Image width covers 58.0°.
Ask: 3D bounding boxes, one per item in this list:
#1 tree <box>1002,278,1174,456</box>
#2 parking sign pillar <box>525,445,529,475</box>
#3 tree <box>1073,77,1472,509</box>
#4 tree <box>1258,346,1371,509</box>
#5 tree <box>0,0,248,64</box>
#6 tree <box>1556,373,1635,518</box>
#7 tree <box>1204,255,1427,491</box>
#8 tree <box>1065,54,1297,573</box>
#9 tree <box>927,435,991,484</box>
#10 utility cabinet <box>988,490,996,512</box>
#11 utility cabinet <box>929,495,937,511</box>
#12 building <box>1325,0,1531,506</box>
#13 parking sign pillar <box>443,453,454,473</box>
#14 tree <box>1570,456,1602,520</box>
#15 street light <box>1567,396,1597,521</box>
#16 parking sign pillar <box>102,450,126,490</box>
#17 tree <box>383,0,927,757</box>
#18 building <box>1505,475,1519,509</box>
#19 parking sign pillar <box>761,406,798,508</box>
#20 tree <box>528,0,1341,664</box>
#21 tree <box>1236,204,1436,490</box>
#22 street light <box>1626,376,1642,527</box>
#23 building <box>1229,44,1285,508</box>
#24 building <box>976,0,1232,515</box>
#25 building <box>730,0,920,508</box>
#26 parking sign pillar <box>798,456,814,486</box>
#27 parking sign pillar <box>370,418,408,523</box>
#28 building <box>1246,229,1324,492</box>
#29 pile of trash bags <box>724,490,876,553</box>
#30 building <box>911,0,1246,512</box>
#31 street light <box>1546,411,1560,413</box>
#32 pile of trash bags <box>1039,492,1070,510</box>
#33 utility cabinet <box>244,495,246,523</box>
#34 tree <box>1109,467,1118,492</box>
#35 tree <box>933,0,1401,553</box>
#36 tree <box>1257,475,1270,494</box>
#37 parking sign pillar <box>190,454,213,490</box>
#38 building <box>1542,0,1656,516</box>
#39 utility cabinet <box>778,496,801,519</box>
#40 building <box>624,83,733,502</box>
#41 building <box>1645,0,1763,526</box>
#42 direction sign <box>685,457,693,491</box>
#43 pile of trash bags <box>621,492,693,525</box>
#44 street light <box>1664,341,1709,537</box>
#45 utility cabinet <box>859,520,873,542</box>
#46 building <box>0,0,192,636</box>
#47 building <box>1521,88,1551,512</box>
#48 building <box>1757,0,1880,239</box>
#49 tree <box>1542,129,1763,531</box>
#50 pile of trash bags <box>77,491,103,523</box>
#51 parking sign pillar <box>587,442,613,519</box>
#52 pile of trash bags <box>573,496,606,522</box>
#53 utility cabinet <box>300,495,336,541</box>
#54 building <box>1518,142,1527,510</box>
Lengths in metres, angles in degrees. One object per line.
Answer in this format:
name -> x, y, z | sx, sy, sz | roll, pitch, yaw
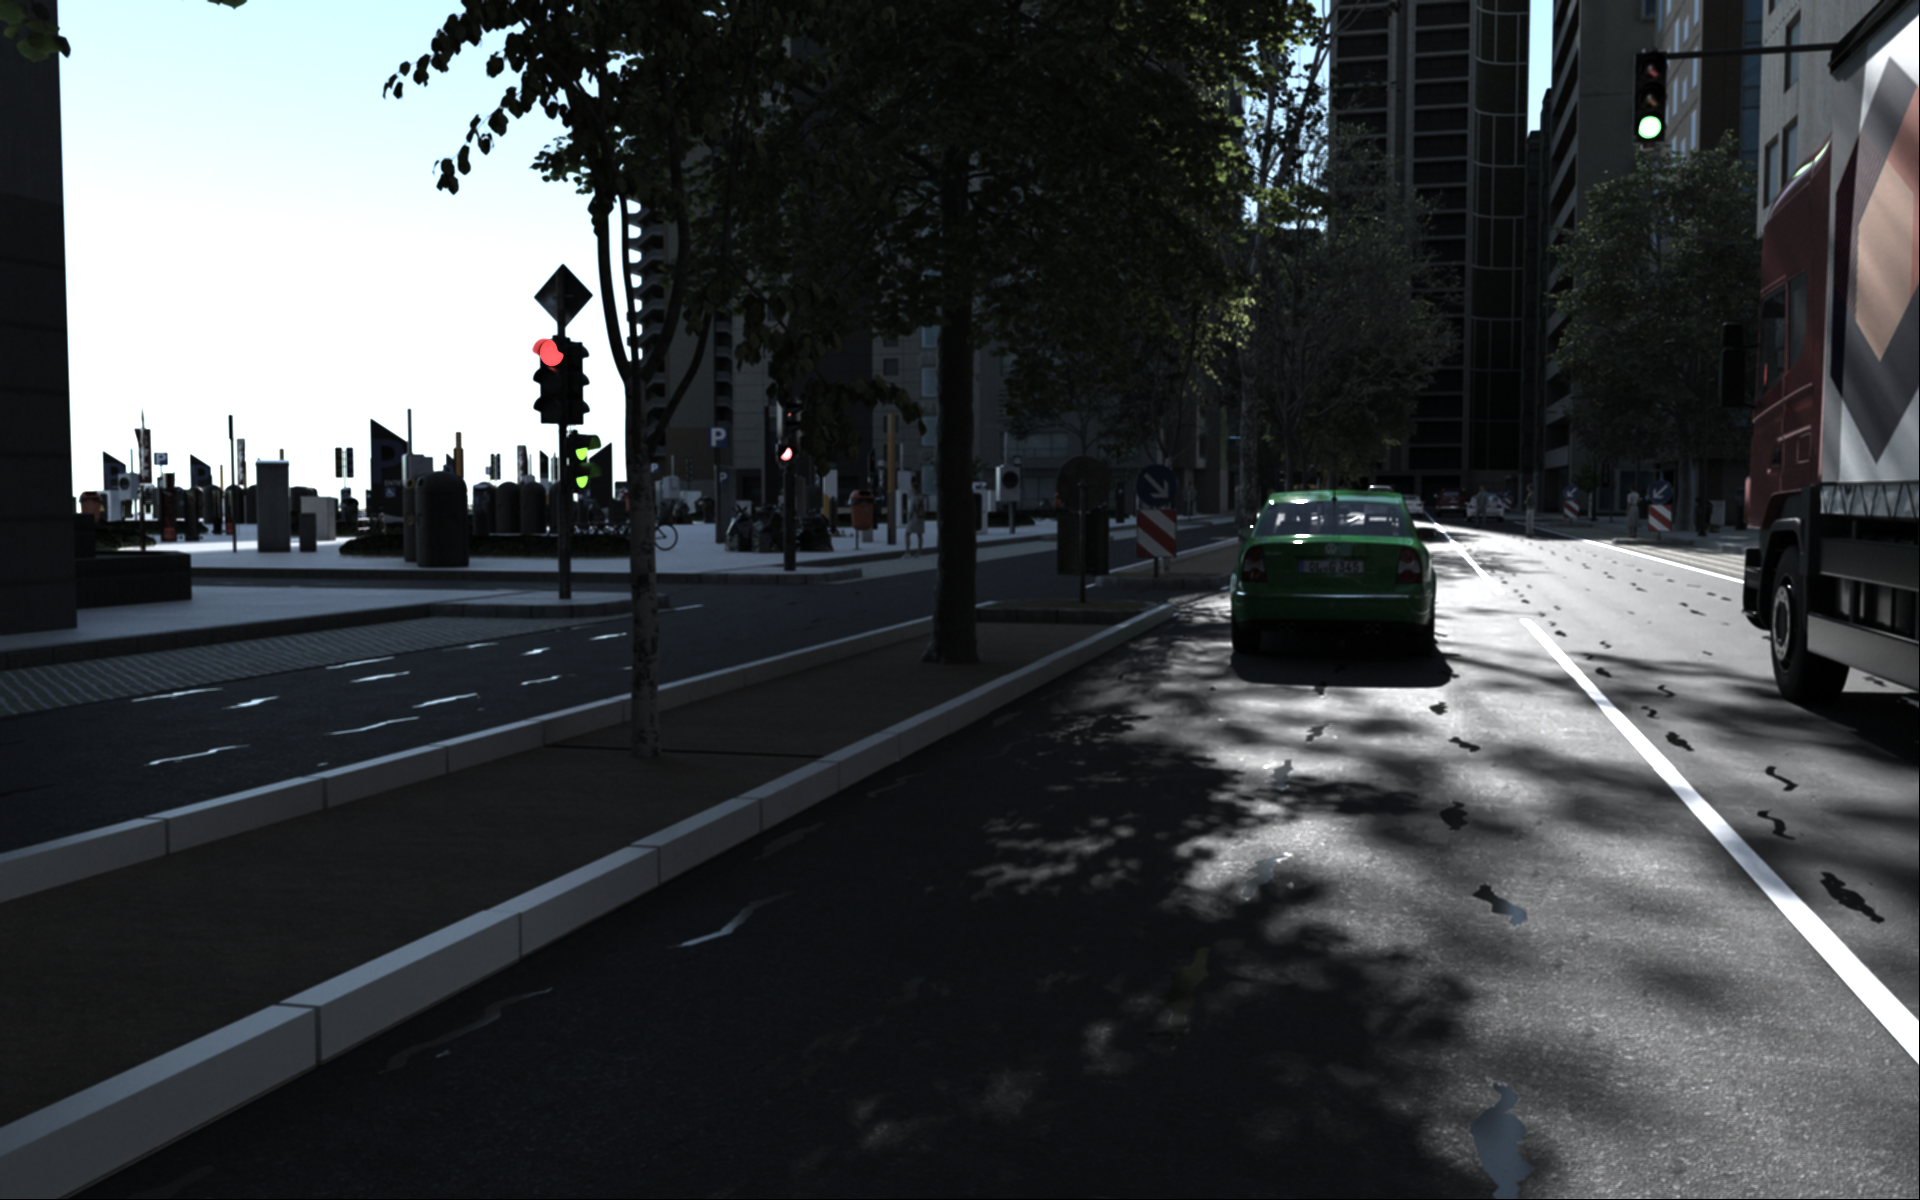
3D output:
tree -> 5.132, -8.267, 69.575 | 7.601, 10.594, 8.767 | 1, 4, 12
parking sign pillar -> -23.932, -6.518, 95.039 | 1.447, 3.967, 1.447 | -1, 4, -18
tree -> 9.821, -8.466, 51.239 | 12.009, 13.543, 11.850 | 0, 3, 0
tree -> 14.539, -7.152, 69.749 | 4.737, 8.622, 4.395 | 0, 3, 0
tree -> -3.308, -5.030, 2.831 | 7.486, 12.596, 7.792 | 0, 3, 0
tree -> 33.751, -8.666, 92.044 | 4.360, 8.622, 3.978 | 0, 3, 0
tree -> 12.842, -7.755, 63.665 | 8.767, 10.594, 7.601 | 1, 4, 14
tree -> 3.377, -4.601, 28.052 | 4.360, 8.622, 3.978 | 0, 3, 0
tree -> -0.210, -3.337, 49.168 | 1.663, 3.219, 1.824 | 0, 3, 0
utility cabinet -> 1.783, -5.373, 96.532 | 0.318, 1.500, 1.173 | 0, 4, -7
utility cabinet -> -1.138, -4.920, 91.598 | 1.020, 1.237, 0.306 | 0, 4, -1
building -> 50.943, -45.900, 188.720 | 20.611, 71.187, 20.563 | 1, 4, 14
parking sign pillar -> -33.297, -7.646, 113.489 | 1.447, 3.967, 1.447 | 2, 4, 35
tree -> 31.686, -5.692, 87.668 | 1.663, 3.219, 1.824 | 0, 3, 0
street light -> 29.580, -6.708, 82.214 | 1.470, 5.913, 1.316 | 1, 4, 14
parking sign pillar -> -52.004, -7.227, 106.629 | 1.447, 3.967, 1.447 | -2, 4, -33
tree -> -1.734, -3.433, 8.949 | 4.737, 8.622, 4.395 | 0, 3, 0
building -> 66.089, -28.300, 154.579 | 32.217, 40.220, 23.993 | 1, 4, 14
parking sign pillar -> -5.921, -4.001, 53.888 | 1.447, 3.967, 1.447 | -1, 4, -11
tree -> -0.053, -5.762, 14.799 | 7.486, 12.596, 7.792 | 0, 3, 0
tree -> 16.585, -10.281, 77.207 | 9.857, 13.997, 8.962 | 0, 3, 0
street light -> 25.684, -5.774, 66.952 | 1.470, 5.913, 1.316 | 1, 4, 14
building -> 15.494, -52.309, 167.929 | 31.000, 86.520, 22.319 | 1, 4, 14
building -> 9.471, -26.091, 110.178 | 14.154, 41.232, 14.086 | 1, 4, 14
building -> -9.665, -45.025, 174.410 | 20.611, 71.187, 20.563 | 1, 4, 14
parking sign pillar -> -9.443, -7.276, 107.430 | 1.447, 3.967, 1.447 | -1, 4, -10
parking sign pillar -> -20.101, -4.442, 61.095 | 1.447, 3.967, 1.447 | -1, 4, -14
building -> 32.907, -25.652, 191.106 | 14.107, 30.474, 14.160 | 1, 4, 14
pile of trash bags -> -3.485, -1.794, 39.090 | 3.447, 1.369, 1.912 | -2, 4, -30
building -> 9.924, -31.397, 132.957 | 23.786, 49.044, 30.456 | 1, 4, 14
street light -> 33.407, -7.591, 96.659 | 1.470, 5.913, 1.316 | 1, 4, 14
pile of trash bags -> 5.283, -5.225, 95.189 | 1.912, 1.369, 3.447 | 0, 4, -2
utility cabinet -> -31.821, -4.035, 77.141 | 0.306, 1.237, 1.020 | 3, 5, 42
tree -> 8.653, -6.596, 102.448 | 1.663, 3.219, 1.824 | 0, 3, 0
tree -> 5.301, -11.003, 38.251 | 12.611, 20.169, 13.585 | 0, 3, 0
tree -> 26.620, -9.780, 154.510 | 1.663, 3.219, 1.824 | 0, 3, 0
parking sign pillar -> -50.324, -7.733, 114.912 | 1.447, 3.967, 1.447 | -3, 4, -38
building -> 48.112, -29.493, 105.919 | 21.300, 48.544, 21.600 | 1, 4, 14
utility cabinet -> -5.806, -2.853, 57.801 | 1.020, 1.237, 0.306 | 1, 4, 20
building -> -25.703, -32.574, 182.689 | 14.200, 45.320, 14.600 | 1, 4, 14
building -> 37.763, -25.884, 73.315 | 14.600, 45.320, 14.200 | 1, 4, 14
direction sign -> -16.572, -6.969, 105.943 | 0.379, 3.537, 0.876 | -3, 4, -37
pile of trash bags -> -12.833, -3.930, 74.004 | 1.912, 1.369, 3.447 | -2, 4, -34
street light -> 21.997, -4.889, 52.471 | 1.470, 5.913, 1.316 | 1, 4, 14
utility cabinet -> -2.532, -2.153, 46.365 | 0.306, 1.237, 1.020 | -1, 4, -9
building -> -23.126, -28.865, 13.942 | 28.212, 58.520, 21.231 | 1, 4, 14
building -> 48.807, -21.603, 124.904 | 14.160, 30.474, 14.107 | 1, 4, 14
building -> 32.235, -27.134, 32.878 | 27.495, 52.752, 28.713 | 1, 4, 14
tree -> 25.257, -9.394, 60.254 | 9.857, 13.997, 8.962 | 0, 3, 0
pile of trash bags -> -26.234, -2.409, 49.146 | 3.447, 1.369, 1.912 | -2, 4, -34
parking sign pillar -> -18.541, -6.154, 89.097 | 1.447, 3.967, 1.447 | -3, 5, -39
pile of trash bags -> -16.838, -4.311, 80.238 | 3.447, 1.369, 1.912 | -1, 4, -9
utility cabinet -> -17.793, -2.255, 48.037 | 1.020, 1.237, 0.306 | 2, 4, 26
building -> 52.258, -22.453, 138.803 | 14.160, 30.474, 14.107 | 1, 4, 14
